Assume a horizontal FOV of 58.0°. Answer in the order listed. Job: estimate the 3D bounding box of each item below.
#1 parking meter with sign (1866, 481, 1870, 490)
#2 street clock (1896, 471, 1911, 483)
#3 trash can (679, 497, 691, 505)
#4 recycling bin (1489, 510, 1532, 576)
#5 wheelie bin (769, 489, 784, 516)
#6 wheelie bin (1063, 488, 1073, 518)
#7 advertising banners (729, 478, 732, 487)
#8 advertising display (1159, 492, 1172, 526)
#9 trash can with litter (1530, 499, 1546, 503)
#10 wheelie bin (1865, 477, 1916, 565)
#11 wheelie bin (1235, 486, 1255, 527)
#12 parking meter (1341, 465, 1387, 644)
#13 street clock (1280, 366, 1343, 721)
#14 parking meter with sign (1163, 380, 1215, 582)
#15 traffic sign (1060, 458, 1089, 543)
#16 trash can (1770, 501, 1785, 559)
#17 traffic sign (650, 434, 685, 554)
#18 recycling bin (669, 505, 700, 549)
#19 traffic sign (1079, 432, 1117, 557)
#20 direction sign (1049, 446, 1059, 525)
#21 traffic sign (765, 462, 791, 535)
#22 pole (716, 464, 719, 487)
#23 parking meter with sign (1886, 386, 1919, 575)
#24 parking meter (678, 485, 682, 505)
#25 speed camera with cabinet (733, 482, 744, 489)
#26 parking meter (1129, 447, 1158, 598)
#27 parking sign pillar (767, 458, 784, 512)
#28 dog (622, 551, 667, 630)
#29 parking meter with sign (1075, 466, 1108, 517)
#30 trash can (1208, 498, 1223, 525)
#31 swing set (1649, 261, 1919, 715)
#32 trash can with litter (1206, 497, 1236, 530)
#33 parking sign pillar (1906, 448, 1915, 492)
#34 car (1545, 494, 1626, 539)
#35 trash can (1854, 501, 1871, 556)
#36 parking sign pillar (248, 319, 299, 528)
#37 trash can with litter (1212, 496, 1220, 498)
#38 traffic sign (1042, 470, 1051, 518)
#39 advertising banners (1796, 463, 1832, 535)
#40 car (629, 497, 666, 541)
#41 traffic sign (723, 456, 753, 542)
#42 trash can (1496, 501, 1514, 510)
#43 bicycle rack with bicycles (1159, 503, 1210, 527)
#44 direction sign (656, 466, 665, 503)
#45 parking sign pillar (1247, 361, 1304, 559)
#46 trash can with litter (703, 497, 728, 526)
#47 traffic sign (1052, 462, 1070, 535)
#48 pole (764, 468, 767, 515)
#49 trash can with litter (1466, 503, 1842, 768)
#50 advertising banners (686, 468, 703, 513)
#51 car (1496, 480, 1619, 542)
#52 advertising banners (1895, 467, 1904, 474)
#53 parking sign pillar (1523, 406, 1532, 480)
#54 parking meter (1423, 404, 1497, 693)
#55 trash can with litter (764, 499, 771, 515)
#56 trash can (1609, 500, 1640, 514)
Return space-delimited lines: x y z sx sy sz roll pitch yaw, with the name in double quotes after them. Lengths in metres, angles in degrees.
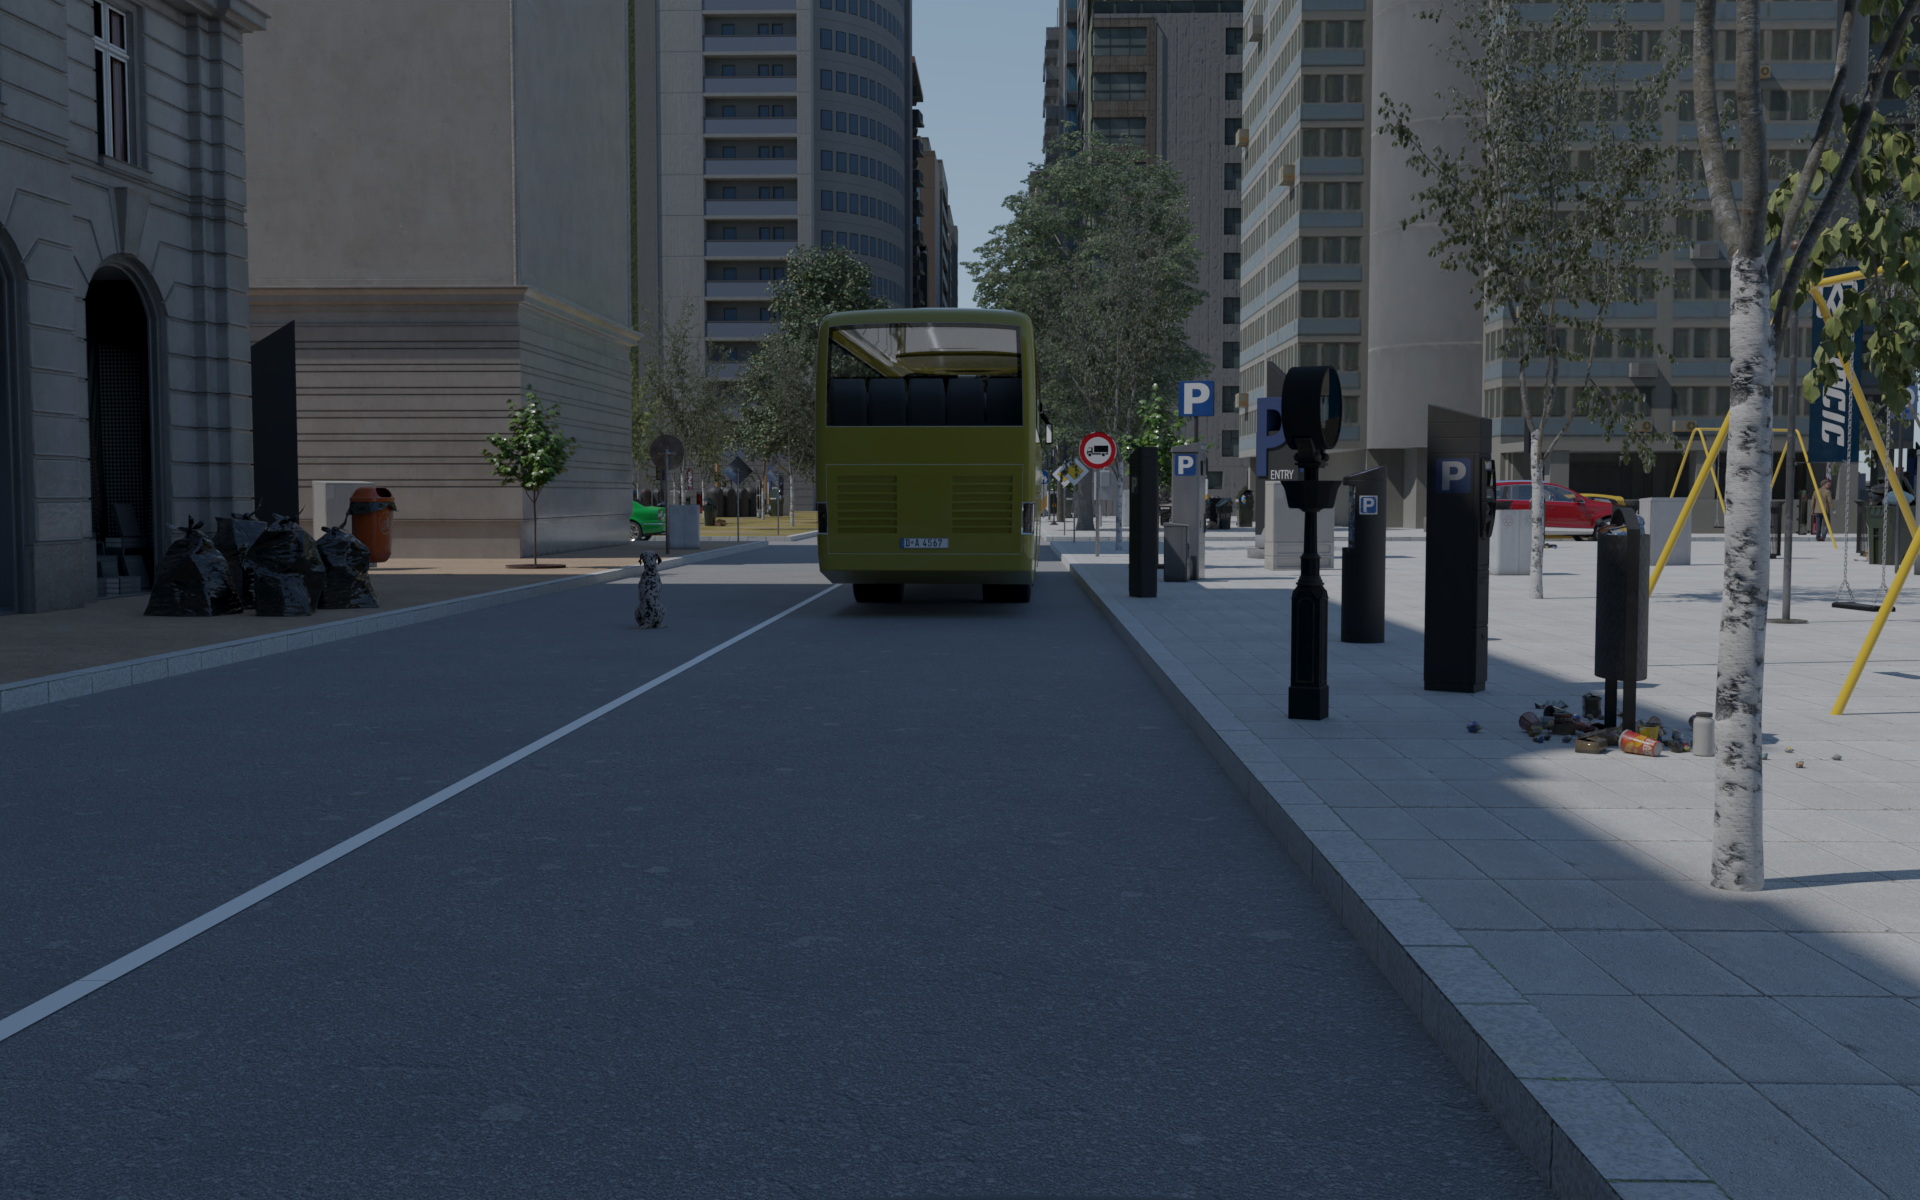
52.867 -6.390 100.745 1.738 3.016 0.543 2 4 32 "parking meter with sign"
29.890 -3.081 54.937 0.471 2.002 0.358 -2 4 -33 "street clock"
-15.500 -5.260 97.658 0.748 1.137 0.748 0 3 0 "trash can"
8.772 -0.920 27.592 0.722 1.027 0.722 0 4 -4 "recycling bin"
-10.522 -5.595 99.383 0.980 1.594 0.693 2 4 35 "wheelie bin"
5.501 -5.103 91.344 0.693 1.594 0.980 3 5 44 "wheelie bin"
-14.974 -7.311 115.729 0.090 3.025 2.074 2 4 24 "advertising banners"
8.267 -3.951 69.820 0.974 1.923 0.123 1 4 22 "advertising display"
13.366 -1.836 41.075 2.233 1.210 1.678 -3 4 -36 "trash can with litter"
16.872 -1.435 31.366 0.693 1.594 0.980 -1 4 -15 "wheelie bin"
11.060 -3.623 67.152 0.693 1.594 0.980 0 4 -2 "wheelie bin"
3.495 -0.402 14.990 0.372 1.533 0.369 0 3 0 "parking meter"
1.996 -0.324 9.863 0.358 2.002 0.471 2 4 27 "street clock"
3.402 -1.815 25.934 0.543 3.016 1.738 1 4 17 "parking meter with sign"
3.010 -2.568 45.621 0.795 2.450 0.064 0 4 2 "traffic sign"
15.972 -1.390 34.377 0.748 1.137 0.748 0 3 0 "trash can"
-6.249 -2.253 36.940 0.768 2.556 0.104 0 4 8 "traffic sign"
-6.466 -1.714 40.578 0.722 1.027 0.722 -1 4 -9 "recycling bin"
2.817 -2.160 35.416 0.768 2.556 0.104 1 4 10 "traffic sign"
3.899 -4.877 71.729 0.379 3.537 0.876 0 4 0 "direction sign"
-5.653 -3.072 53.875 0.795 2.450 0.064 0 4 2 "traffic sign"
-16.297 -7.491 116.313 0.158 3.312 0.155 0 3 0 "pole"
15.373 -1.885 27.078 0.543 3.016 1.738 -1 4 -18 "parking meter with sign"
-18.194 -6.562 113.007 0.255 1.863 0.399 -2 4 -34 "parking meter"
-13.110 -6.608 102.375 0.660 3.252 2.038 0 4 -8 "speed camera with cabinet"
2.280 -0.970 21.564 0.255 1.863 0.399 -1 4 -16 "parking meter"
-12.751 -8.046 120.022 1.447 3.967 1.447 -3 4 -38 "parking sign pillar"
-3.417 -0.104 18.544 0.513 0.831 0.800 2 4 31 "dog"
7.228 -6.061 95.360 1.738 3.016 0.543 1 4 12 "parking meter with sign"
9.643 -3.248 64.754 0.748 1.137 0.748 0 3 0 "trash can"
6.375 -0.842 11.384 2.862 2.851 3.119 0 4 -5 "swing set"
9.360 -3.118 62.363 1.055 1.170 0.624 -2 4 -30 "trash can with litter"
51.702 -6.413 93.322 1.447 3.967 1.447 2 4 31 "parking sign pillar"
17.616 -2.454 50.342 3.980 1.641 2.015 0 4 3 "car"
18.865 -1.476 35.782 0.748 1.137 0.748 0 3 0 "trash can"
-10.927 -2.341 26.743 1.447 3.967 1.447 -1 4 -23 "parking sign pillar"
10.897 -3.967 75.919 2.233 1.210 1.678 -3 5 -45 "trash can with litter"
4.419 -5.598 91.635 0.768 2.556 0.104 1 4 10 "traffic sign"
26.946 -3.567 54.516 2.074 3.025 0.090 -2 4 -35 "advertising banners"
-10.817 -2.557 50.611 4.718 1.807 1.959 0 4 1 "car"
-5.880 -2.584 45.893 0.795 2.450 0.064 0 4 2 "traffic sign"
11.345 -1.534 36.733 0.748 1.137 0.748 0 3 0 "trash can"
8.850 -3.285 67.095 2.925 0.926 2.852 -1 4 -10 "bicycle rack with bicycles"
-17.025 -6.519 98.586 0.379 3.537 0.876 2 4 29 "direction sign"
6.483 -2.821 34.595 1.447 3.967 1.447 -2 4 -30 "parking sign pillar"
-9.724 -3.521 68.962 1.055 1.170 0.624 2 4 29 "trash can with litter"
3.237 -3.056 53.603 0.795 2.450 0.064 0 4 2 "traffic sign"
-12.211 -7.009 108.442 0.158 3.312 0.155 0 3 0 "pole"
3.574 0.110 9.256 1.678 1.210 2.233 1 4 11 "trash can with litter"
-17.335 -7.294 115.440 2.074 3.025 0.090 1 4 20 "advertising banners"
16.079 -2.413 48.130 5.304 1.827 2.281 0 4 0 "car"
59.917 -7.089 112.097 2.074 3.025 0.090 1 4 19 "advertising banners"
17.696 -3.988 53.679 1.447 3.967 1.447 1 4 20 "parking sign pillar"
3.251 -0.340 11.262 0.399 1.863 0.255 2 4 33 "parking meter"
-12.035 -5.844 106.934 1.055 1.170 0.624 -2 4 -25 "trash can with litter"
15.314 -1.725 39.852 0.748 1.137 0.748 0 3 0 "trash can"
